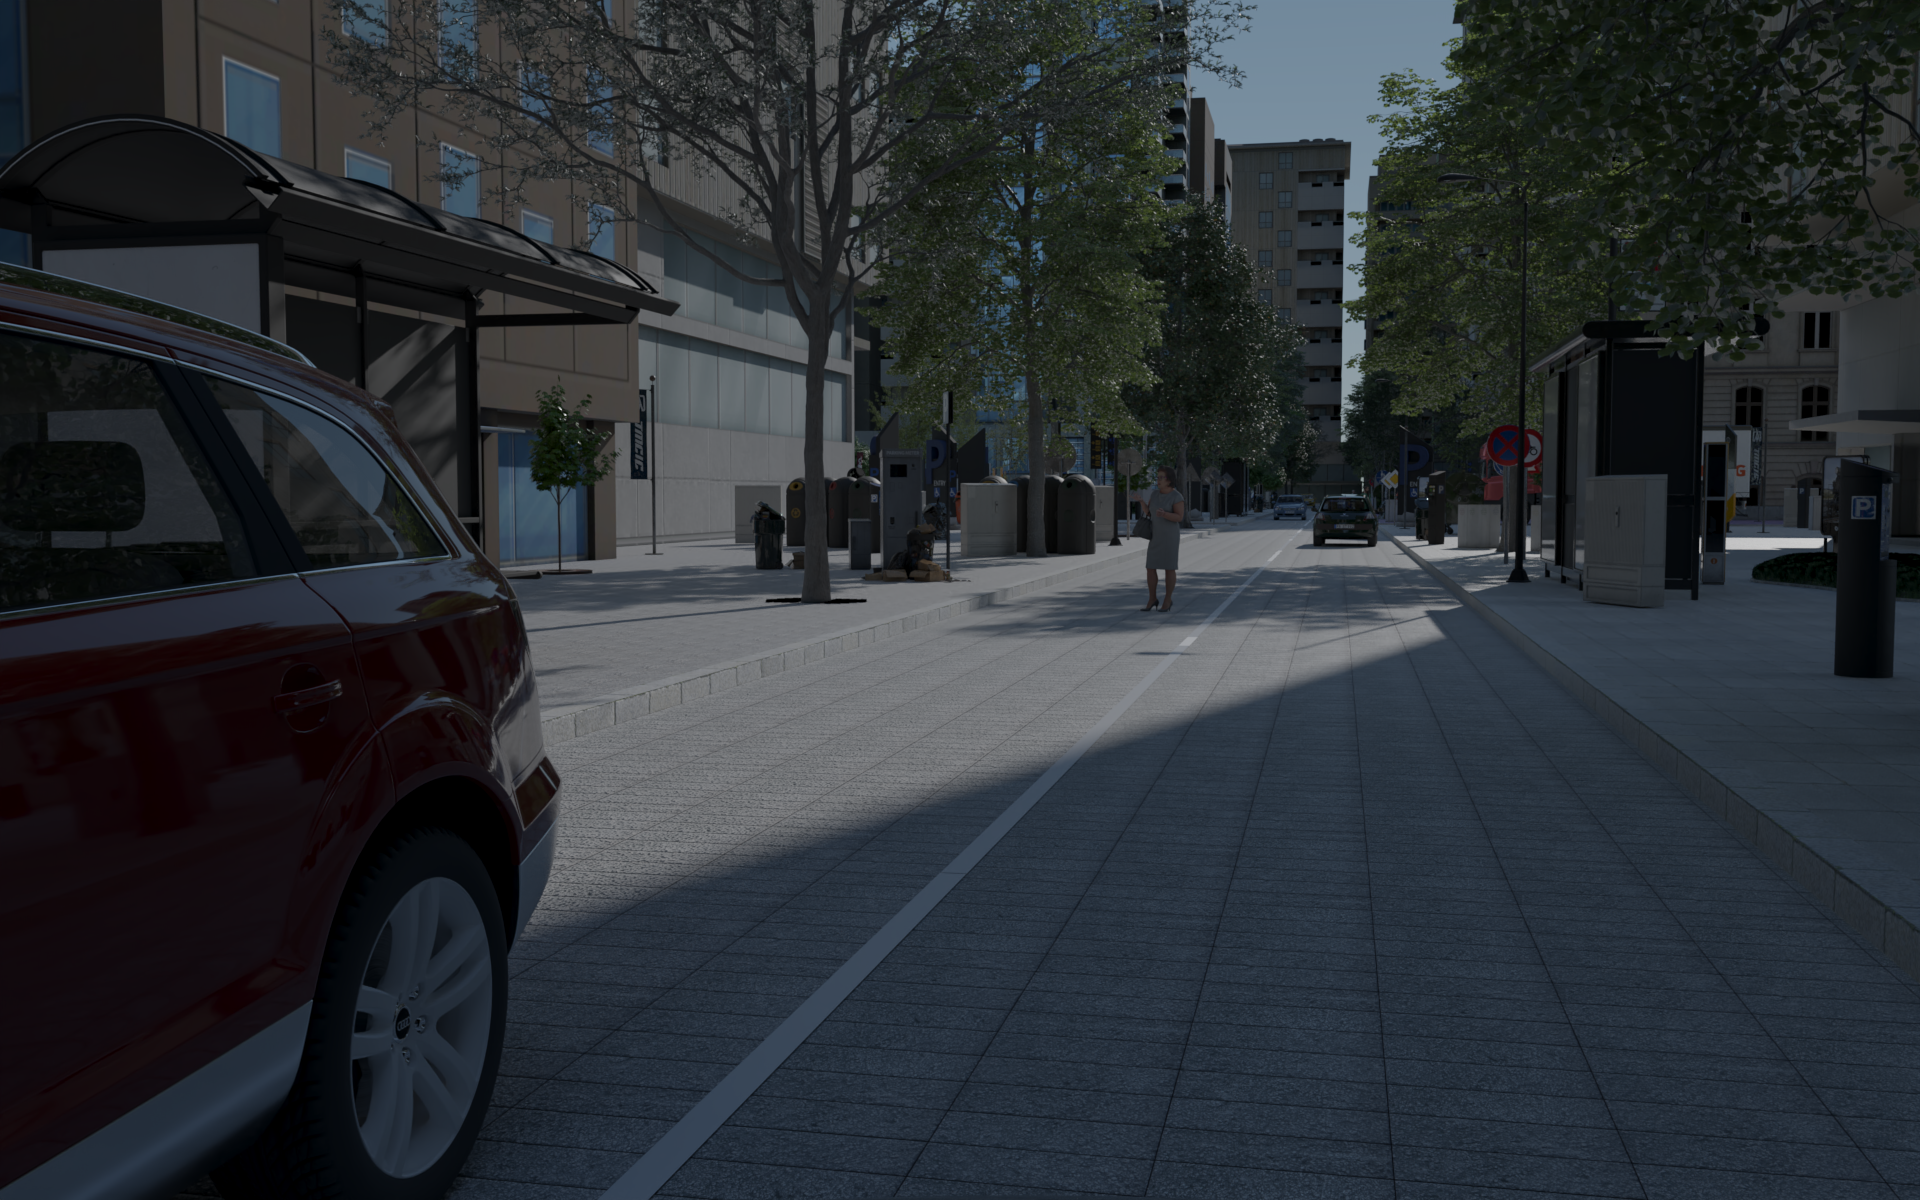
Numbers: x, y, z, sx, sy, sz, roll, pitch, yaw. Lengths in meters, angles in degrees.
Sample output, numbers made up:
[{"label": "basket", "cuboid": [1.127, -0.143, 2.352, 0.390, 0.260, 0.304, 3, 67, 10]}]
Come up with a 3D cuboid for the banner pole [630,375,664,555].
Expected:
[{"label": "banner pole", "cuboid": [-6.624, -2.838, 36.417, 0.401, 3.779, 0.863, 3, 5, 39]}]

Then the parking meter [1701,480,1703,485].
[{"label": "parking meter", "cuboid": [29.233, -3.834, 68.394, 0.399, 1.863, 0.255, 2, 4, 31]}]

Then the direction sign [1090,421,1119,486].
[{"label": "direction sign", "cuboid": [4.494, -3.788, 53.925, 0.876, 3.537, 0.379, 0, 4, -2]}]

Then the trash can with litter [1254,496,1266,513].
[{"label": "trash can with litter", "cuboid": [20.745, -6.646, 120.052, 0.624, 1.170, 1.055, 2, 4, 27]}]

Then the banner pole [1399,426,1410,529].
[{"label": "banner pole", "cuboid": [16.439, -4.520, 63.920, 0.401, 3.779, 0.863, 1, 4, 13]}]

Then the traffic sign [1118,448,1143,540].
[{"label": "traffic sign", "cuboid": [4.679, -2.937, 48.121, 0.768, 2.556, 0.104, 1, 4, 13]}]

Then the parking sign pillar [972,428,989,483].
[{"label": "parking sign pillar", "cuboid": [0.555, -5.051, 71.062, 1.447, 3.967, 1.447, 3, 4, 36]}]

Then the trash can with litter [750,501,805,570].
[{"label": "trash can with litter", "cuboid": [-3.037, -1.115, 29.610, 1.055, 1.170, 0.624, -1, 4, -16]}]

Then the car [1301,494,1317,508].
[{"label": "car", "cuboid": [36.743, -10.589, 183.350, 2.015, 1.641, 3.980, 1, 4, 13]}]

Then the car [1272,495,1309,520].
[{"label": "car", "cuboid": [18.282, -5.127, 95.829, 2.014, 1.417, 4.499, 1, 4, 12]}]

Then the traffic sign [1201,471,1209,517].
[{"label": "traffic sign", "cuboid": [13.693, -6.008, 98.231, 0.884, 2.594, 0.081, 1, 4, 17]}]

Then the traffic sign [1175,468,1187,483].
[{"label": "traffic sign", "cuboid": [10.006, -4.869, 79.615, 0.884, 2.594, 0.081, 1, 4, 16]}]

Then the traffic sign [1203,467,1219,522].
[{"label": "traffic sign", "cuboid": [11.592, -4.890, 80.050, 0.768, 2.556, 0.104, 1, 4, 19]}]

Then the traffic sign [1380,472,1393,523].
[{"label": "traffic sign", "cuboid": [19.275, -4.535, 77.792, 0.795, 2.450, 0.064, 1, 4, 12]}]

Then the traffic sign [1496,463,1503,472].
[{"label": "traffic sign", "cuboid": [13.781, -2.645, 43.349, 0.768, 2.556, 0.104, 1, 4, 20]}]

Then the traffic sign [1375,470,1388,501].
[{"label": "traffic sign", "cuboid": [22.575, -5.651, 92.504, 0.768, 2.556, 0.104, 1, 4, 19]}]

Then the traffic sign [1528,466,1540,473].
[{"label": "traffic sign", "cuboid": [14.348, -2.707, 44.264, 0.884, 2.594, 0.081, 1, 4, 20]}]

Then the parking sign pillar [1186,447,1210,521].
[{"label": "parking sign pillar", "cuboid": [10.814, -5.710, 81.823, 1.447, 3.967, 1.447, -3, 5, -43]}]

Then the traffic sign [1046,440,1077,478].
[{"label": "traffic sign", "cuboid": [2.376, -2.494, 40.889, 0.768, 2.556, 0.104, 1, 4, 21]}]

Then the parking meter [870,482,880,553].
[{"label": "parking meter", "cuboid": [-1.772, -1.787, 37.629, 0.372, 1.533, 0.369, 0, 3, 0]}]

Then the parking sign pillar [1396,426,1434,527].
[{"label": "parking sign pillar", "cuboid": [17.832, -4.852, 67.801, 1.447, 3.967, 1.447, 1, 4, 23]}]

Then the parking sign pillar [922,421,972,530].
[{"label": "parking sign pillar", "cuboid": [-0.663, -4.480, 61.722, 1.447, 3.967, 1.447, -3, 4, -37]}]

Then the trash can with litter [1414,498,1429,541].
[{"label": "trash can with litter", "cuboid": [13.034, -2.246, 48.106, 0.624, 1.170, 1.055, 0, 4, -7]}]

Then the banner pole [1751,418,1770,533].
[{"label": "banner pole", "cuboid": [26.381, -4.105, 57.131, 0.401, 3.779, 0.863, -1, 4, -17]}]

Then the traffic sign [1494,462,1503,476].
[{"label": "traffic sign", "cuboid": [15.787, -3.052, 50.013, 0.768, 2.556, 0.104, 1, 4, 13]}]

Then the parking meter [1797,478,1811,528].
[{"label": "parking meter", "cuboid": [31.548, -3.612, 64.772, 0.255, 1.863, 0.399, -2, 4, -24]}]

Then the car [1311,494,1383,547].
[{"label": "car", "cuboid": [10.854, -2.377, 48.653, 2.009, 1.686, 4.222, 1, 4, 14]}]

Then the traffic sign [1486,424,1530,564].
[{"label": "traffic sign", "cuboid": [10.031, -1.935, 31.738, 0.768, 2.556, 0.104, 1, 4, 16]}]

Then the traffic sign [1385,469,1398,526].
[{"label": "traffic sign", "cuboid": [17.576, -4.058, 69.989, 0.795, 2.450, 0.064, 1, 4, 12]}]

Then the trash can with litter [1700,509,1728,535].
[{"label": "trash can with litter", "cuboid": [23.243, -2.597, 53.856, 1.055, 1.170, 0.624, 0, 4, 6]}]

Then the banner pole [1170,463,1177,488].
[{"label": "banner pole", "cuboid": [10.013, -5.530, 80.432, 0.863, 3.779, 0.401, 1, 4, 12]}]

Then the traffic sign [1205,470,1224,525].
[{"label": "traffic sign", "cuboid": [10.501, -4.153, 71.545, 0.795, 2.450, 0.064, 1, 4, 12]}]

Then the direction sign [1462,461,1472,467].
[{"label": "direction sign", "cuboid": [34.959, -7.804, 119.594, 0.379, 3.537, 0.876, -2, 4, -33]}]

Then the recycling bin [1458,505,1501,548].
[{"label": "recycling bin", "cuboid": [12.424, -1.768, 41.465, 0.722, 1.027, 0.722, -2, 4, -26]}]

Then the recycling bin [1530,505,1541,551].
[{"label": "recycling bin", "cuboid": [13.315, -1.609, 38.855, 0.722, 1.027, 0.722, -2, 4, -24]}]

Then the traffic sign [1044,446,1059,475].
[{"label": "traffic sign", "cuboid": [2.419, -2.788, 45.690, 0.768, 2.556, 0.104, 1, 4, 18]}]

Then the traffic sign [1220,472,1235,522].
[{"label": "traffic sign", "cuboid": [12.201, -4.630, 79.348, 0.795, 2.450, 0.064, 1, 4, 12]}]

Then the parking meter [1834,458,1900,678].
[{"label": "parking meter", "cuboid": [6.380, -0.231, 12.186, 0.372, 1.533, 0.369, 0, 3, 0]}]

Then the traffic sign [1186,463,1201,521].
[{"label": "traffic sign", "cuboid": [9.566, -4.404, 72.003, 0.884, 2.594, 0.081, 1, 4, 20]}]

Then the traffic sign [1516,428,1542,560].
[{"label": "traffic sign", "cuboid": [10.978, -2.052, 33.649, 0.768, 2.556, 0.104, 1, 4, 15]}]

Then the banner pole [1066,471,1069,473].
[{"label": "banner pole", "cuboid": [6.206, -6.720, 99.885, 0.401, 3.779, 0.863, 0, 4, -8]}]

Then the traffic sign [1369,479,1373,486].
[{"label": "traffic sign", "cuboid": [28.761, -7.342, 120.145, 0.768, 2.556, 0.104, 1, 4, 21]}]

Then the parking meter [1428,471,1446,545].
[{"label": "parking meter", "cuboid": [12.140, -2.350, 44.126, 0.399, 1.863, 0.255, -2, 4, -32]}]

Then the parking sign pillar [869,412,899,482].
[{"label": "parking sign pillar", "cuboid": [-2.461, -4.137, 56.116, 1.447, 3.967, 1.447, 2, 4, 26]}]

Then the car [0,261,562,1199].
[{"label": "car", "cuboid": [-2.293, 0.402, 2.096, 2.281, 1.827, 5.304, 1, 4, 10]}]
